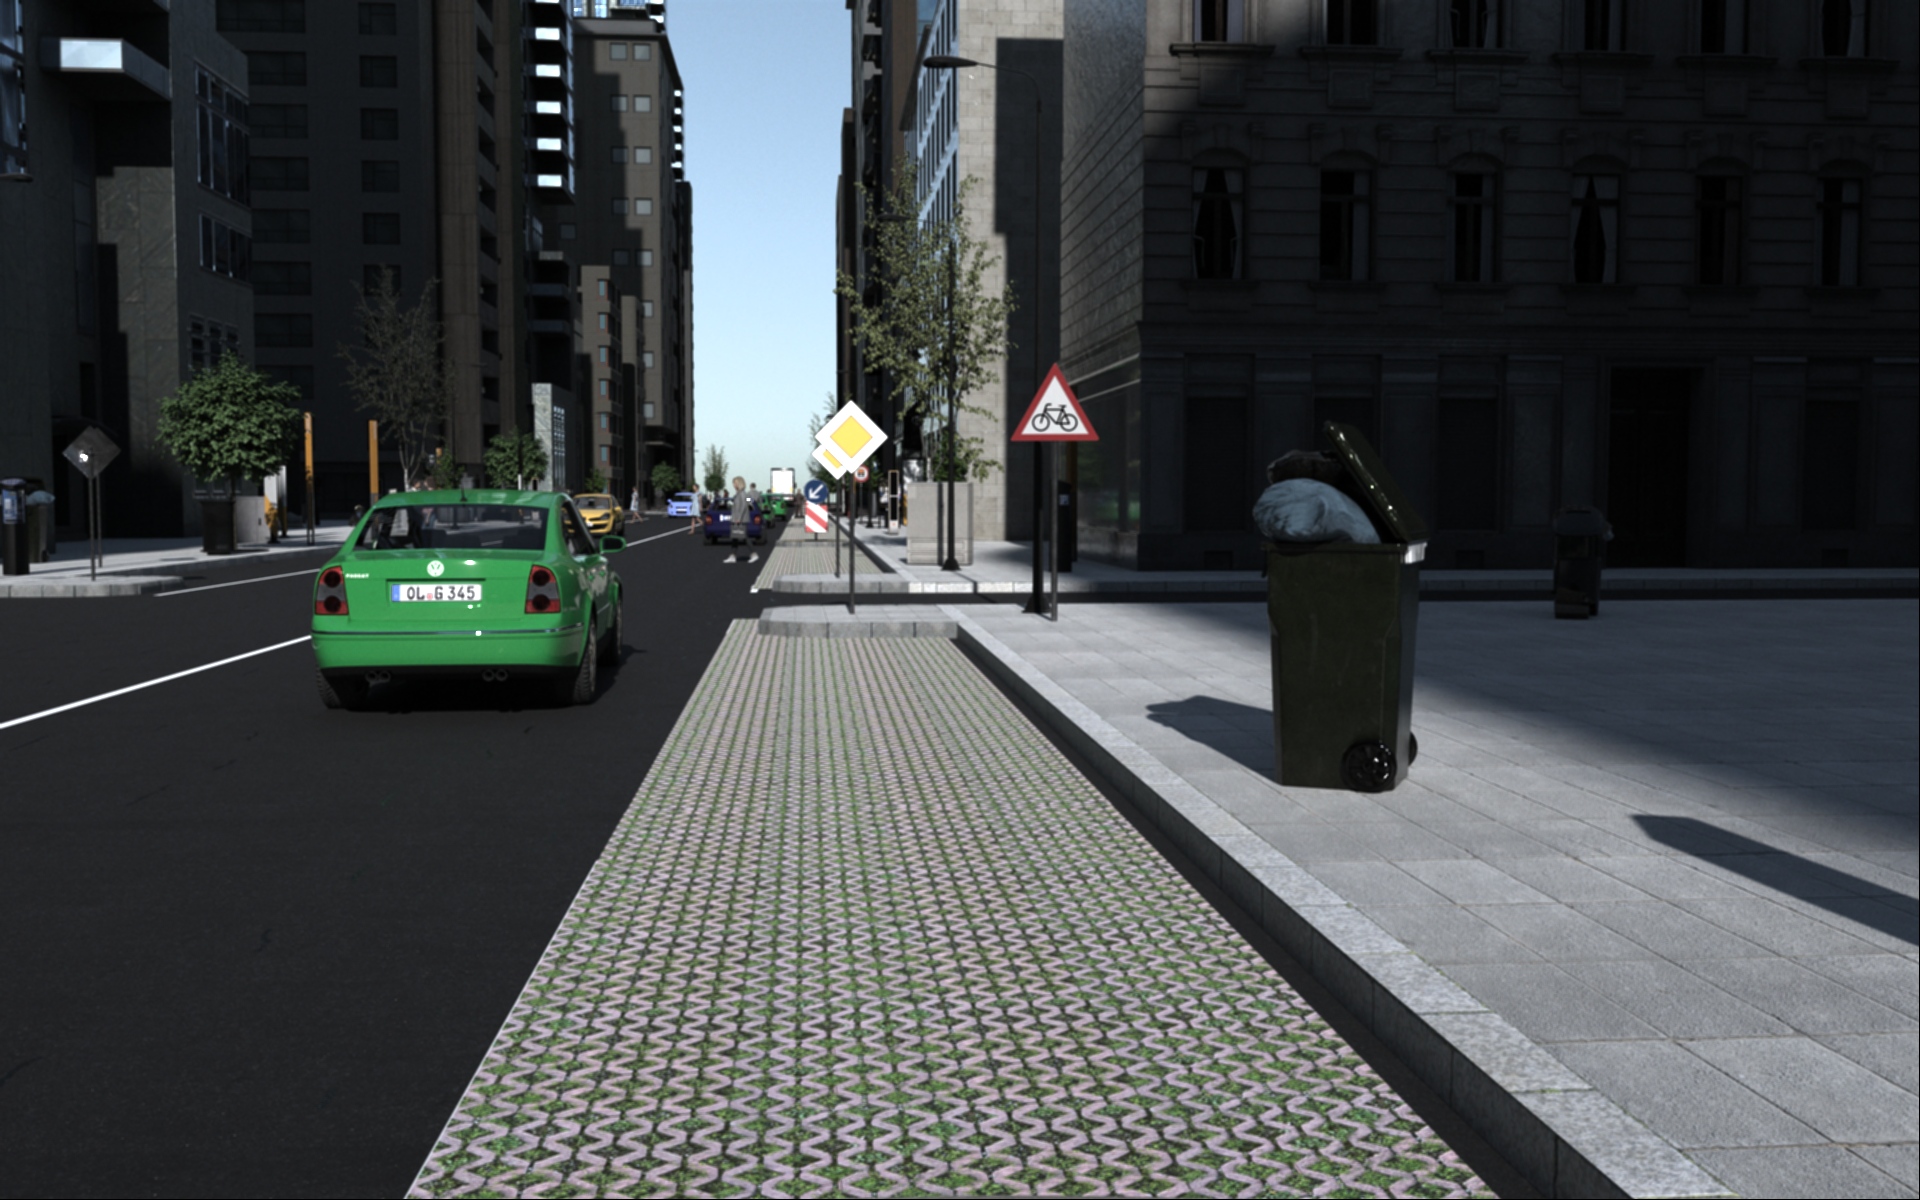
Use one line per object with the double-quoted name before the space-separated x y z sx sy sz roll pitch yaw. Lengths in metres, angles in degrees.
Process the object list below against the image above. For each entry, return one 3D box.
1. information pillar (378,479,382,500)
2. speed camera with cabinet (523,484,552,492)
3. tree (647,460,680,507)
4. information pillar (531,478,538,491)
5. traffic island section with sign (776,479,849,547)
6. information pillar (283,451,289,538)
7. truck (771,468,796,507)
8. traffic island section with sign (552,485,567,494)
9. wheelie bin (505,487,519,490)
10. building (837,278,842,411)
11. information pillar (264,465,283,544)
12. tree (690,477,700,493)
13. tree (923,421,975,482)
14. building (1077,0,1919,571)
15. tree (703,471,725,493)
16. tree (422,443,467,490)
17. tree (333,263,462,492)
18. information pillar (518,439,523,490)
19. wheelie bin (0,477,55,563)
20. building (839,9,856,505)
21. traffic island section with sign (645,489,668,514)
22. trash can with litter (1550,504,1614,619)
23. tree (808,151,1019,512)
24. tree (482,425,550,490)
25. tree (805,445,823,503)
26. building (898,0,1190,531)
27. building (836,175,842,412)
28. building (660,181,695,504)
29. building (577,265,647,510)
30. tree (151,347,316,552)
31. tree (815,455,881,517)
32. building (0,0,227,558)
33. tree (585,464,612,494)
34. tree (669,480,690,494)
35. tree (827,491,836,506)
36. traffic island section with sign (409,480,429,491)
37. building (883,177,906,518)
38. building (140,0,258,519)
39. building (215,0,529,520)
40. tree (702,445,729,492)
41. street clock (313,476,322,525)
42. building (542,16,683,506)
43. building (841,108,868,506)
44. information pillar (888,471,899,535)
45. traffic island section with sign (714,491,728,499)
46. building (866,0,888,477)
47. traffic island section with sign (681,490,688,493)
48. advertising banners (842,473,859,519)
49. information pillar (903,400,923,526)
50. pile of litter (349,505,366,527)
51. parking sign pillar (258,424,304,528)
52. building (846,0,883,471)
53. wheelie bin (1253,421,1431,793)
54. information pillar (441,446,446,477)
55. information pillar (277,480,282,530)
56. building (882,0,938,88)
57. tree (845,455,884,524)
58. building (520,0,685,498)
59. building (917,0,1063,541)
"information pillar" -28.241 -4.874 84.175 0.304 2.012 0.304 -1 4 -22
"speed camera with cabinet" -21.647 -5.824 89.563 0.660 3.252 2.038 3 4 36
"tree" -28.756 -11.265 167.897 4.285 4.588 4.351 0 3 0
"information pillar" -19.643 -4.622 80.057 0.304 2.012 0.304 -1 4 -16
"traffic island section with sign" -4.048 -2.372 47.418 1.989 1.847 2.006 0 4 -5
"information pillar" -19.947 -3.644 50.935 0.183 3.616 0.504 -3 5 -40
"truck" -19.746 -12.515 193.538 2.839 4.237 11.283 0 4 -5
"traffic island section with sign" -17.170 -4.017 74.305 1.989 1.847 2.006 0 4 -5
"wheelie bin" -20.450 -4.368 79.324 0.980 1.594 0.693 0 4 -3
"building" -9.468 -28.194 232.674 14.160 30.474 14.107 0 4 -5
"information pillar" -17.887 -3.277 44.932 0.504 3.616 0.183 3 4 38
"tree" -29.776 -12.178 193.709 1.663 3.219 1.824 0 3 0
"tree" -0.298 -3.117 45.564 1.663 3.219 1.824 0 3 0
"building" 11.405 -11.276 33.515 18.267 20.994 9.793 0 4 -5
"tree" -34.110 -15.670 239.925 4.285 4.588 4.351 0 3 0
"tree" -19.795 -4.398 66.503 1.663 3.219 1.824 0 3 0
"tree" -17.592 -6.395 54.914 4.360 8.622 3.978 0 3 0
"information pillar" -18.566 -5.008 73.239 0.183 3.616 0.504 0 4 -1
"wheelie bin" -17.328 -1.483 32.156 0.980 1.594 0.693 -1 4 -13
"building" -5.043 -47.469 214.362 20.563 71.187 20.611 0 4 -5
"traffic island section with sign" -21.722 -7.129 125.194 1.989 1.847 2.006 0 4 -5
"trash can with litter" 6.502 -0.411 18.110 0.624 1.170 1.055 1 4 20
"tree" -0.635 -5.316 37.277 4.737 8.622 4.395 0 3 0
"tree" -21.105 -6.047 82.576 4.285 4.588 4.351 0 3 0
"tree" -20.441 -18.578 254.105 4.360 8.622 3.978 0 3 0
"building" 2.762 -13.730 73.642 9.793 20.994 18.267 0 4 -5
"building" -6.960 -38.320 250.238 21.300 48.544 21.600 0 4 -5
"building" -41.317 -32.784 219.612 14.154 41.232 14.086 0 4 -5
"building" -41.554 -18.319 144.557 27.650 21.520 28.899 0 4 -5
"tree" -16.230 -3.372 38.847 4.285 4.588 4.351 0 3 0
"tree" -6.128 -6.991 98.015 4.285 4.588 4.351 0 3 0
"building" -30.959 -44.393 38.501 22.319 86.520 31.000 0 4 -5
"tree" -23.129 -7.070 110.191 1.663 3.219 1.824 0 3 0
"tree" -28.115 -10.833 171.724 1.663 3.219 1.824 0 3 0
"tree" -14.057 -11.959 190.122 1.663 3.219 1.824 0 3 0
"traffic island section with sign" -14.737 -2.357 47.168 1.989 1.847 2.006 0 4 -5
"building" 1.636 -13.932 92.415 10.561 19.102 19.286 0 4 -5
"building" -36.282 -48.952 113.031 22.319 86.520 31.000 0 4 -5
"building" -31.114 -19.552 91.376 14.160 30.474 14.107 0 4 -5
"tree" -35.377 -18.434 251.752 4.737 8.622 4.395 0 3 0
"street clock" -26.329 -4.052 70.815 0.358 2.002 0.471 1 4 16
"building" -46.504 -37.155 196.727 28.713 52.752 27.495 0 4 -5
"building" -6.395 -33.485 197.589 14.600 45.320 14.200 0 4 -5
"information pillar" -2.097 -3.053 54.411 0.304 2.012 0.304 -1 4 -10
"traffic island section with sign" -29.020 -12.118 206.757 1.989 1.847 2.006 0 4 -5
"building" 4.075 -29.326 134.111 22.147 44.769 28.867 0 4 -5
"traffic island section with sign" -24.129 -8.772 152.042 1.989 1.847 2.006 0 4 -5
"advertising banners" -5.722 -5.727 89.821 0.090 3.025 2.074 -2 4 -27
"information pillar" -1.126 -3.105 42.124 0.504 3.616 0.183 0 4 5
"pile of litter" -23.560 -3.350 68.746 1.176 0.858 1.719 2 4 26
"parking sign pillar" -25.759 -4.733 65.851 1.447 3.967 1.447 -1 4 -18
"building" 4.095 -35.038 162.110 28.713 52.752 27.495 0 4 -5
"wheelie bin" 1.690 0.013 7.698 0.693 1.594 0.980 1 4 23
"information pillar" -25.176 -5.719 84.868 0.504 3.616 0.183 2 4 24
"information pillar" -24.482 -3.531 62.226 0.304 2.012 0.304 -3 5 -40
"building" 2.156 -28.271 112.344 14.600 45.320 14.200 0 4 -5
"tree" -3.971 -4.974 75.929 1.663 3.219 1.824 0 3 0
"building" -48.236 -56.737 240.321 22.319 86.520 31.000 0 4 -5
"building" 4.389 -12.283 55.572 10.420 20.320 16.860 0 4 -5
